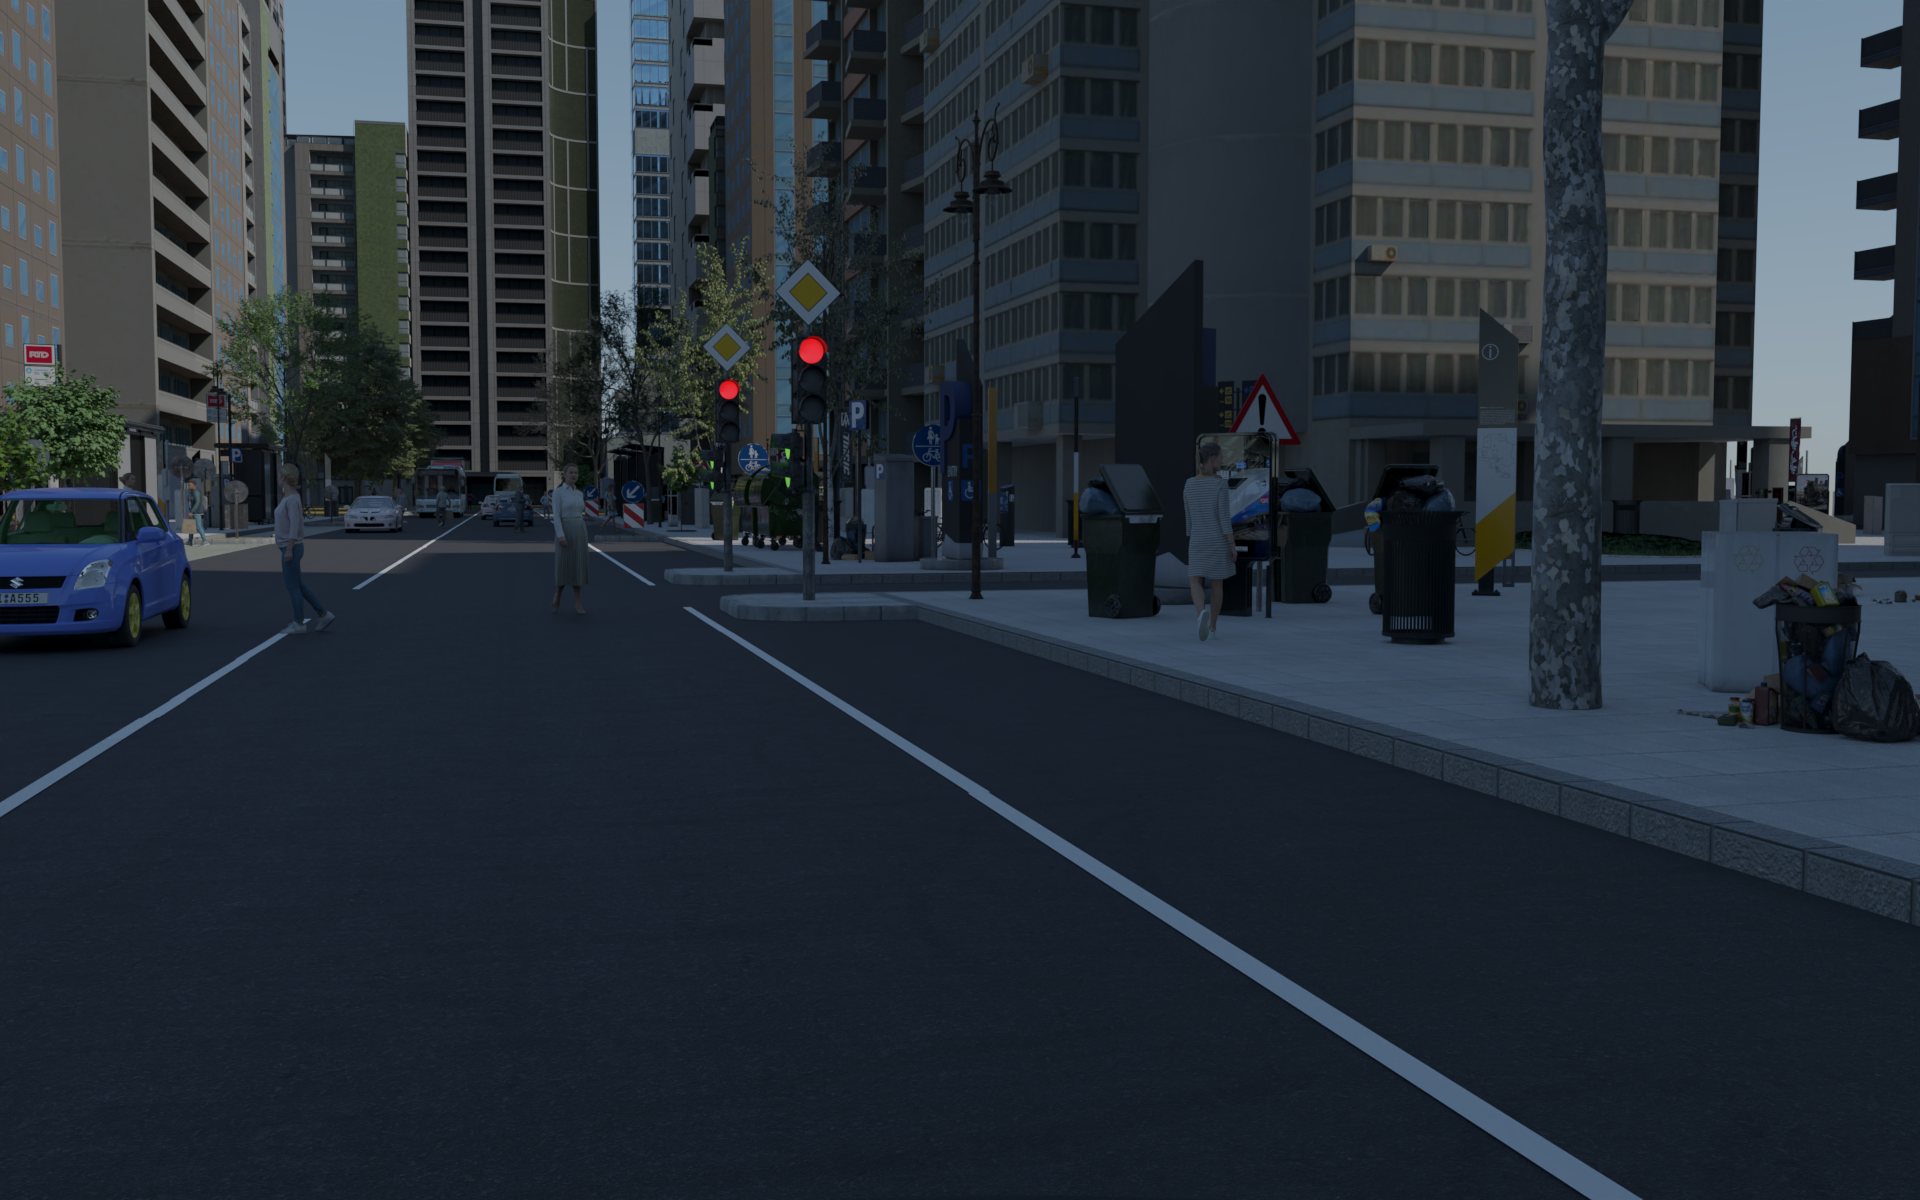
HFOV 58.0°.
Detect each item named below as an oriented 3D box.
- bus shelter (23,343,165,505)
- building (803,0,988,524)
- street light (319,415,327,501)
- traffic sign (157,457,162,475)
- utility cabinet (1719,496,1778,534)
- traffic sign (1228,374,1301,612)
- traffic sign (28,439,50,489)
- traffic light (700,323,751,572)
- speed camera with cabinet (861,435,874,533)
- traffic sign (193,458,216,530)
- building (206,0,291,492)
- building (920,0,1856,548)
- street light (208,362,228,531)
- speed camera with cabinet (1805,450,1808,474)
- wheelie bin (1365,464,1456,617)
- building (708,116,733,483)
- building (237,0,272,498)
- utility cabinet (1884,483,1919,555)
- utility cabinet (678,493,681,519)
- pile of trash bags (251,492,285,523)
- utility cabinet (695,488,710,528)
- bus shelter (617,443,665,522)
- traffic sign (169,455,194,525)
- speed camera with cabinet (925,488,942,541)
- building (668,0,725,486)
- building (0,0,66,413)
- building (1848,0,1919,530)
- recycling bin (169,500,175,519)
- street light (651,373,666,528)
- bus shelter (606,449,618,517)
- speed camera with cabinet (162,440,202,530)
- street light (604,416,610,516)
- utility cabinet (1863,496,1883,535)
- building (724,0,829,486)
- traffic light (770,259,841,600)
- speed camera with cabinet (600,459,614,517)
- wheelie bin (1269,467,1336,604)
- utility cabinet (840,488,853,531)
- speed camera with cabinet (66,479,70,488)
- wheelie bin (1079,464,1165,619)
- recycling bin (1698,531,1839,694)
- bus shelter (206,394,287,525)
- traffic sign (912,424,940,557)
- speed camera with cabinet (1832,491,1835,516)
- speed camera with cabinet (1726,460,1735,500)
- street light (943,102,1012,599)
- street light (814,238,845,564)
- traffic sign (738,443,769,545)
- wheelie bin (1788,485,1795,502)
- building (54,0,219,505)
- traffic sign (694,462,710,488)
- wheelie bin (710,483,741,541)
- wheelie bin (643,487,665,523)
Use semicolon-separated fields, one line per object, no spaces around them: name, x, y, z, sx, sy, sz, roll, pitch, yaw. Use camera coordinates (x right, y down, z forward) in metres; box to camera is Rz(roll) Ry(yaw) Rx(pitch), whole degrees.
bus shelter;-24.559;-4.372;49.120;2.179;5.291;8.768;-1;4;-14
building;4.020;-26.437;86.867;22.147;44.769;28.867;-1;4;-15
street light;-35.446;-7.569;96.544;0.468;5.910;1.993;-1;4;-15
traffic sign;-25.717;-3.357;54.986;0.768;2.556;0.104;-1;4;-9
utility cabinet;11.254;-0.832;24.765;1.020;1.237;0.306;-2;4;-35
traffic sign;3.265;-1.152;18.831;0.884;2.594;0.081;-1;4;-9
traffic sign;-21.471;-2.447;40.109;0.768;2.556;0.104;0;4;-5
traffic light;-3.859;-2.426;28.586;0.839;4.253;0.868;-1;4;-15
speed camera with cabinet;-2.871;-3.848;57.245;0.660;3.252;2.038;0;4;3
traffic sign;-26.902;-3.766;61.687;0.768;2.556;0.104;-1;4;-14
building;-67.241;-30.648;151.212;14.200;45.320;14.600;-1;4;-15
building;12.355;-22.351;57.321;23.993;40.220;32.217;-1;4;-15
street light;-26.036;-5.388;60.875;0.468;5.910;1.993;-1;4;-15
speed camera with cabinet;37.555;-5.147;78.484;2.038;3.252;0.660;2;4;35
wheelie bin;4.794;-0.637;18.330;0.980;1.594;0.693;-1;4;-17
building;-12.972;-22.343;137.011;14.160;30.474;14.107;-1;4;-15
building;-61.998;-27.638;135.474;14.154;41.232;14.086;-1;4;-15
utility cabinet;19.838;-1.663;35.868;1.173;1.500;0.318;1;4;9
utility cabinet;-13.925;-4.786;86.932;0.318;1.500;1.173;-2;4;-31
pile of trash bags;-31.417;-4.276;79.663;1.912;1.369;3.447;-1;4;-9
utility cabinet;-9.667;-3.445;64.999;0.318;1.500;1.173;-1;4;-21
bus shelter;-15.184;-5.603;82.886;1.731;3.624;6.357;-1;4;-15
traffic sign;-25.328;-3.442;56.386;0.768;2.556;0.104;-1;4;-9
speed camera with cabinet;-0.277;-3.305;48.372;0.660;3.252;2.038;2;4;27
building;-11.854;-34.818;158.516;28.713;52.752;27.495;-1;4;-15
building;-58.835;-28.836;121.584;14.600;45.320;14.200;-1;4;-15
building;40.609;-24.836;56.180;14.200;45.320;14.600;-1;4;-15
recycling bin;-40.432;-4.627;88.209;0.722;1.027;0.722;3;4;38
street light;-11.506;-5.717;66.266;0.468;5.910;1.993;-1;4;-15
bus shelter;-17.903;-6.220;92.985;1.731;3.624;6.357;-1;4;-15
speed camera with cabinet;-28.300;-4.196;62.946;2.038;3.252;0.660;3;5;43
street light;-20.646;-7.847;101.083;0.468;5.910;1.993;-1;4;-15
utility cabinet;29.056;-2.687;55.100;0.306;1.237;1.020;1;4;13
building;-8.872;-28.921;122.971;14.600;45.320;14.200;-1;4;-15
traffic light;-1.846;-1.953;20.858;0.839;4.253;0.868;-1;4;-15
speed camera with cabinet;-19.107;-6.286;97.111;2.038;3.252;0.660;-1;4;-21
wheelie bin;4.003;-0.768;20.466;0.693;1.594;0.980;-1;4;-16
utility cabinet;-3.905;-3.103;59.411;0.318;1.500;1.173;-1;4;-13
speed camera with cabinet;-34.348;-4.366;65.726;2.038;3.252;0.660;-1;4;-18
wheelie bin;1.653;-0.621;18.067;0.980;1.594;0.693;-3;5;-42
recycling bin;5.309;0.070;11.412;0.722;1.027;0.722;1;4;15
bus shelter;-29.771;-5.789;72.277;2.179;5.291;8.768;-1;4;-14
traffic sign;-0.491;-1.926;31.599;0.768;2.556;0.104;0;4;-8
speed camera with cabinet;52.209;-6.565;101.666;2.038;3.252;0.660;-1;4;-22
speed camera with cabinet;44.272;-6.503;100.663;0.660;3.252;2.038;0;4;-1
street light;0.198;-2.947;20.977;0.468;5.910;1.993;-1;4;-15
street light;-2.457;-3.593;31.527;0.468;5.910;1.993;-1;4;-15
traffic sign;-5.209;-2.665;43.674;0.768;2.556;0.104;-1;4;-14
wheelie bin;29.541;-3.278;61.496;0.980;1.594;0.693;1;4;18
building;-57.869;-29.324;103.145;21.300;48.544;21.600;-1;4;-15
traffic sign;-10.183;-4.142;67.832;0.768;2.556;0.104;0;4;-6
wheelie bin;-6.486;-2.449;47.950;0.980;1.594;0.693;3;5;43
wheelie bin;-13.806;-4.300;78.208;0.980;1.594;0.693;0;4;-7
